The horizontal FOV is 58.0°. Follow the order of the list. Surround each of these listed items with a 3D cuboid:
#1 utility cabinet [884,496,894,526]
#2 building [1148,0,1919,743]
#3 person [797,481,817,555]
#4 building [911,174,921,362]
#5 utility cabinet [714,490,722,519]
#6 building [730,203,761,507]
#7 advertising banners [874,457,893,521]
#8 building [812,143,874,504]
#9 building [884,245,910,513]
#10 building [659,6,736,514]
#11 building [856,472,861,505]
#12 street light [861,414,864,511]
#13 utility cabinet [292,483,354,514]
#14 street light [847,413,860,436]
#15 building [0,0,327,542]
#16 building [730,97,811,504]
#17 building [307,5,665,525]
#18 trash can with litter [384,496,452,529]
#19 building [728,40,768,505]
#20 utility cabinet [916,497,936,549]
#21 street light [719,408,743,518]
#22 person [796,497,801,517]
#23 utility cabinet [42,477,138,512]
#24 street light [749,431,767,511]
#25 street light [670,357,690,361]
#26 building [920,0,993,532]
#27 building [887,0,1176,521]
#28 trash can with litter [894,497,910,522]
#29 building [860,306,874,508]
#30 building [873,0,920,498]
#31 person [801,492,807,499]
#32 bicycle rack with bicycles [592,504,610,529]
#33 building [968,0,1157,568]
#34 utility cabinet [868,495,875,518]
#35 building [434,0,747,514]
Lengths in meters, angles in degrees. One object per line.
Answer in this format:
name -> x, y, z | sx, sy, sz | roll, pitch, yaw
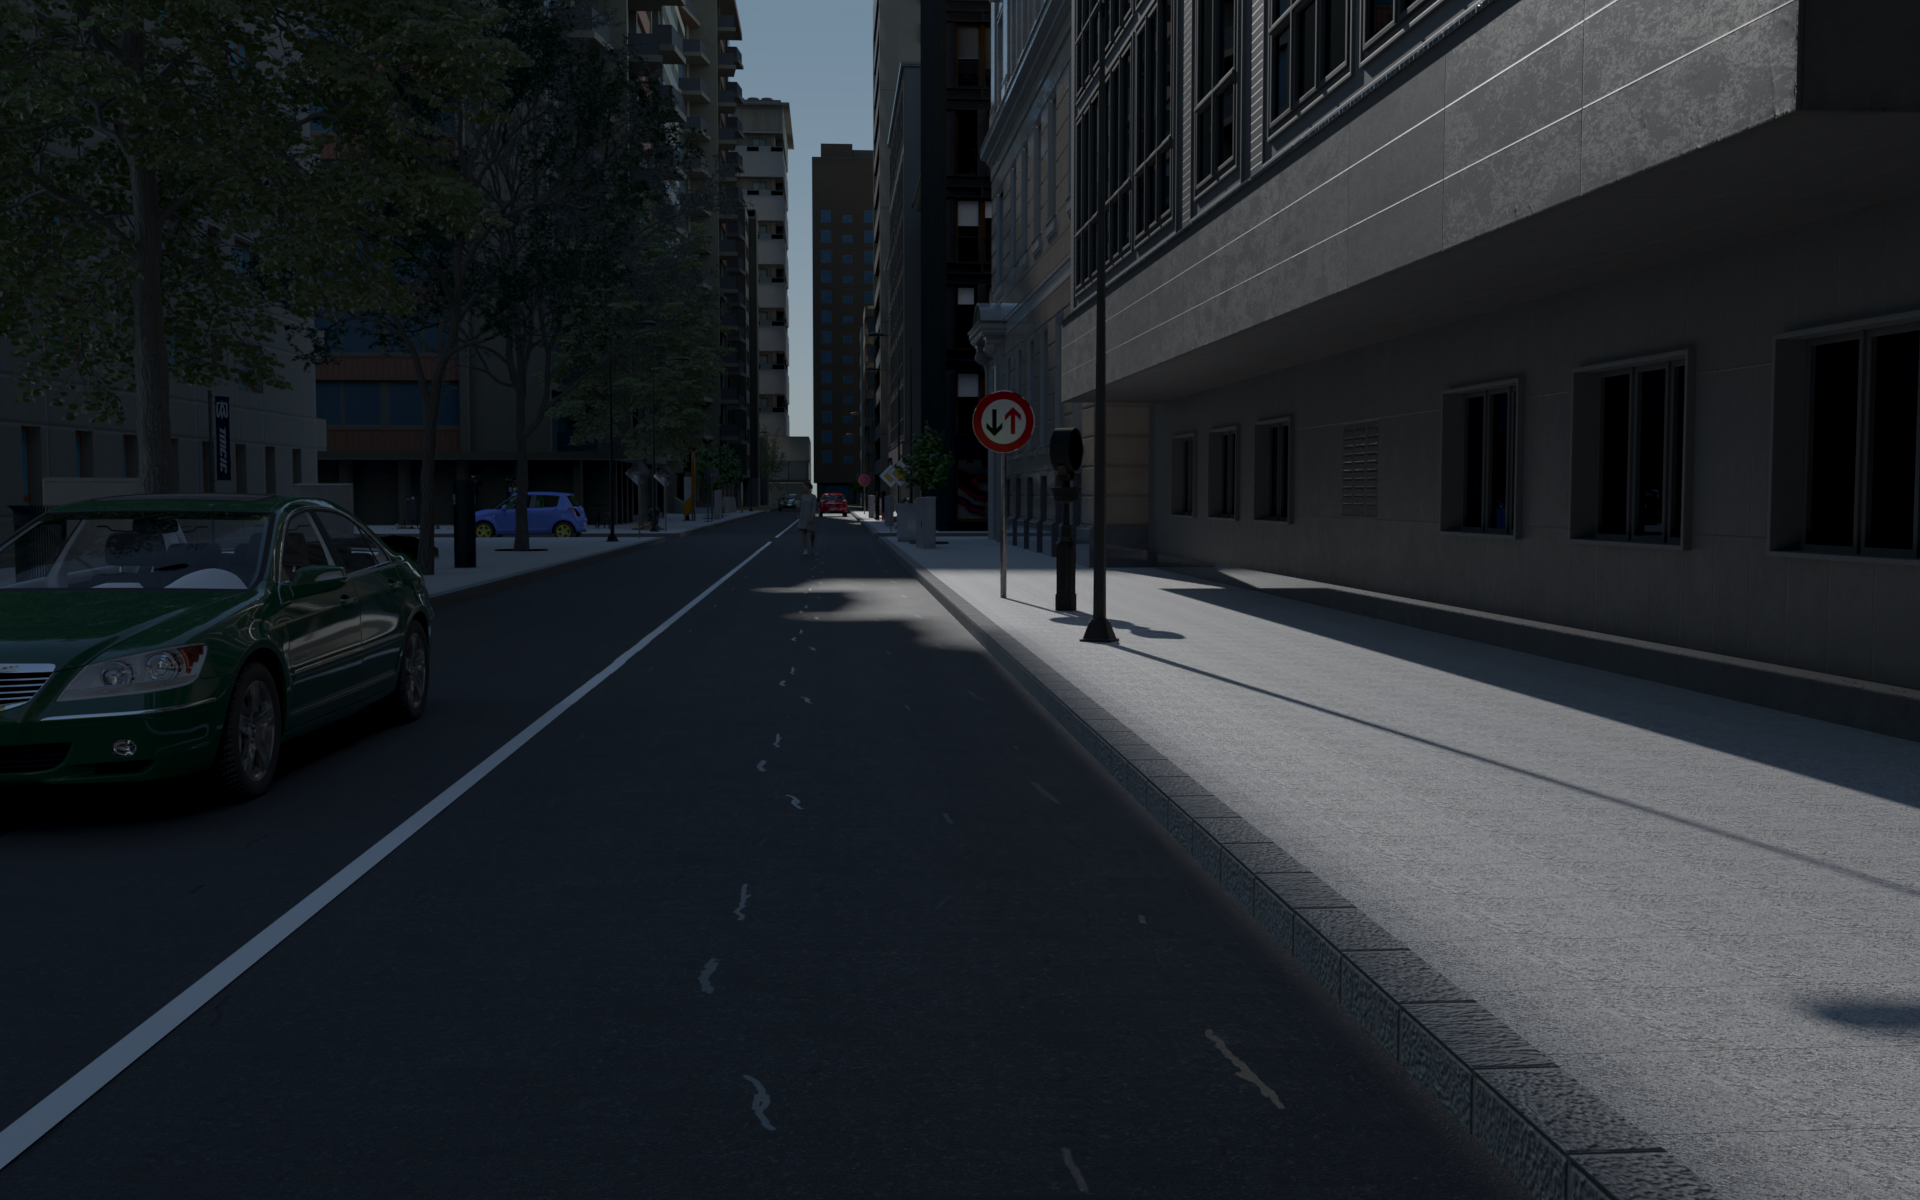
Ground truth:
utility cabinet -> -2.847, -3.563, 69.422 | 0.306, 1.237, 1.020 | 0, 4, -7
building -> 9.581, -13.700, 17.509 | 14.314, 27.812, 24.014 | 0, 4, -4
person -> -3.624, -1.953, 41.178 | 0.466, 1.731, 0.760 | 0, 4, -1
building -> 3.431, -13.287, 81.862 | 10.561, 19.102, 19.286 | 0, 4, -4
utility cabinet -> -12.338, -4.863, 88.185 | 0.318, 1.500, 1.173 | 0, 4, -3
building -> -26.833, -24.247, 168.134 | 14.160, 30.474, 14.107 | 0, 4, -4
advertising banners -> -3.691, -5.345, 83.579 | 0.090, 3.025, 2.074 | -2, 4, -27
building -> -11.920, -35.141, 224.670 | 14.200, 45.320, 14.600 | 0, 4, -4
building -> -0.305, -16.867, 124.926 | 9.793, 20.994, 18.267 | 0, 4, -4
building -> -31.832, -25.984, 116.719 | 32.217, 40.220, 23.993 | 0, 4, -4
building -> -1.539, -46.447, 197.665 | 20.563, 71.187, 20.611 | 0, 4, -4
street light -> -2.783, -5.574, 63.675 | 1.470, 5.913, 1.316 | 0, 4, -4
utility cabinet -> -13.222, -1.668, 35.957 | 1.173, 1.500, 0.318 | 0, 4, 3
street light -> -5.535, -7.723, 98.817 | 1.470, 5.913, 1.316 | 0, 4, -4
building -> -31.358, -11.546, 33.816 | 28.899, 21.520, 27.650 | 0, 4, -4
building -> -33.808, -39.188, 229.959 | 27.495, 52.752, 28.713 | 0, 4, -4
building -> -24.842, -26.178, 82.638 | 22.147, 44.769, 28.867 | 0, 4, -4
trash can with litter -> -19.786, -3.202, 63.418 | 2.233, 1.210, 1.678 | 0, 4, 7
building -> -37.687, -53.855, 193.205 | 31.000, 86.520, 22.319 | 0, 4, -4
utility cabinet -> -0.816, -1.826, 41.019 | 0.306, 1.237, 1.020 | -1, 4, -12
street light -> -12.419, -7.408, 93.668 | 1.470, 5.913, 1.316 | 0, 4, -4
person -> -10.075, -5.798, 107.989 | 0.352, 1.250, 0.332 | -1, 4, -12
utility cabinet -> -11.734, -0.904, 23.455 | 1.173, 1.500, 0.318 | -2, 4, -30
street light -> -14.971, -9.531, 128.371 | 1.470, 5.913, 1.316 | 0, 4, -4
street light -> -9.850, -5.274, 58.778 | 1.470, 5.913, 1.316 | 0, 4, -4
building -> 6.737, -14.403, 65.169 | 15.834, 23.373, 12.332 | 0, 4, -4
building -> 3.206, -18.945, 103.250 | 14.314, 27.812, 24.014 | 0, 4, -4
trash can with litter -> -2.705, -4.095, 78.346 | 1.055, 1.170, 0.624 | 2, 4, 25
building -> 4.019, -20.141, 174.336 | 27.650, 21.520, 28.899 | 0, 4, -4
building -> 3.516, -32.080, 148.202 | 21.300, 48.544, 21.600 | 0, 4, -4
person -> -14.827, -9.714, 167.847 | 1.217, 1.766, 0.721 | 0, 4, -1
bicycle rack with bicycles -> -14.088, -3.102, 64.092 | 2.852, 0.926, 2.925 | -1, 4, -16
building -> 7.728, -15.506, 39.429 | 13.634, 28.700, 20.117 | 0, 4, -4
utility cabinet -> -4.745, -5.026, 93.344 | 0.306, 1.237, 1.020 | 0, 4, 3
building -> -29.611, -30.053, 145.985 | 22.147, 44.769, 28.867 | 0, 4, -4
